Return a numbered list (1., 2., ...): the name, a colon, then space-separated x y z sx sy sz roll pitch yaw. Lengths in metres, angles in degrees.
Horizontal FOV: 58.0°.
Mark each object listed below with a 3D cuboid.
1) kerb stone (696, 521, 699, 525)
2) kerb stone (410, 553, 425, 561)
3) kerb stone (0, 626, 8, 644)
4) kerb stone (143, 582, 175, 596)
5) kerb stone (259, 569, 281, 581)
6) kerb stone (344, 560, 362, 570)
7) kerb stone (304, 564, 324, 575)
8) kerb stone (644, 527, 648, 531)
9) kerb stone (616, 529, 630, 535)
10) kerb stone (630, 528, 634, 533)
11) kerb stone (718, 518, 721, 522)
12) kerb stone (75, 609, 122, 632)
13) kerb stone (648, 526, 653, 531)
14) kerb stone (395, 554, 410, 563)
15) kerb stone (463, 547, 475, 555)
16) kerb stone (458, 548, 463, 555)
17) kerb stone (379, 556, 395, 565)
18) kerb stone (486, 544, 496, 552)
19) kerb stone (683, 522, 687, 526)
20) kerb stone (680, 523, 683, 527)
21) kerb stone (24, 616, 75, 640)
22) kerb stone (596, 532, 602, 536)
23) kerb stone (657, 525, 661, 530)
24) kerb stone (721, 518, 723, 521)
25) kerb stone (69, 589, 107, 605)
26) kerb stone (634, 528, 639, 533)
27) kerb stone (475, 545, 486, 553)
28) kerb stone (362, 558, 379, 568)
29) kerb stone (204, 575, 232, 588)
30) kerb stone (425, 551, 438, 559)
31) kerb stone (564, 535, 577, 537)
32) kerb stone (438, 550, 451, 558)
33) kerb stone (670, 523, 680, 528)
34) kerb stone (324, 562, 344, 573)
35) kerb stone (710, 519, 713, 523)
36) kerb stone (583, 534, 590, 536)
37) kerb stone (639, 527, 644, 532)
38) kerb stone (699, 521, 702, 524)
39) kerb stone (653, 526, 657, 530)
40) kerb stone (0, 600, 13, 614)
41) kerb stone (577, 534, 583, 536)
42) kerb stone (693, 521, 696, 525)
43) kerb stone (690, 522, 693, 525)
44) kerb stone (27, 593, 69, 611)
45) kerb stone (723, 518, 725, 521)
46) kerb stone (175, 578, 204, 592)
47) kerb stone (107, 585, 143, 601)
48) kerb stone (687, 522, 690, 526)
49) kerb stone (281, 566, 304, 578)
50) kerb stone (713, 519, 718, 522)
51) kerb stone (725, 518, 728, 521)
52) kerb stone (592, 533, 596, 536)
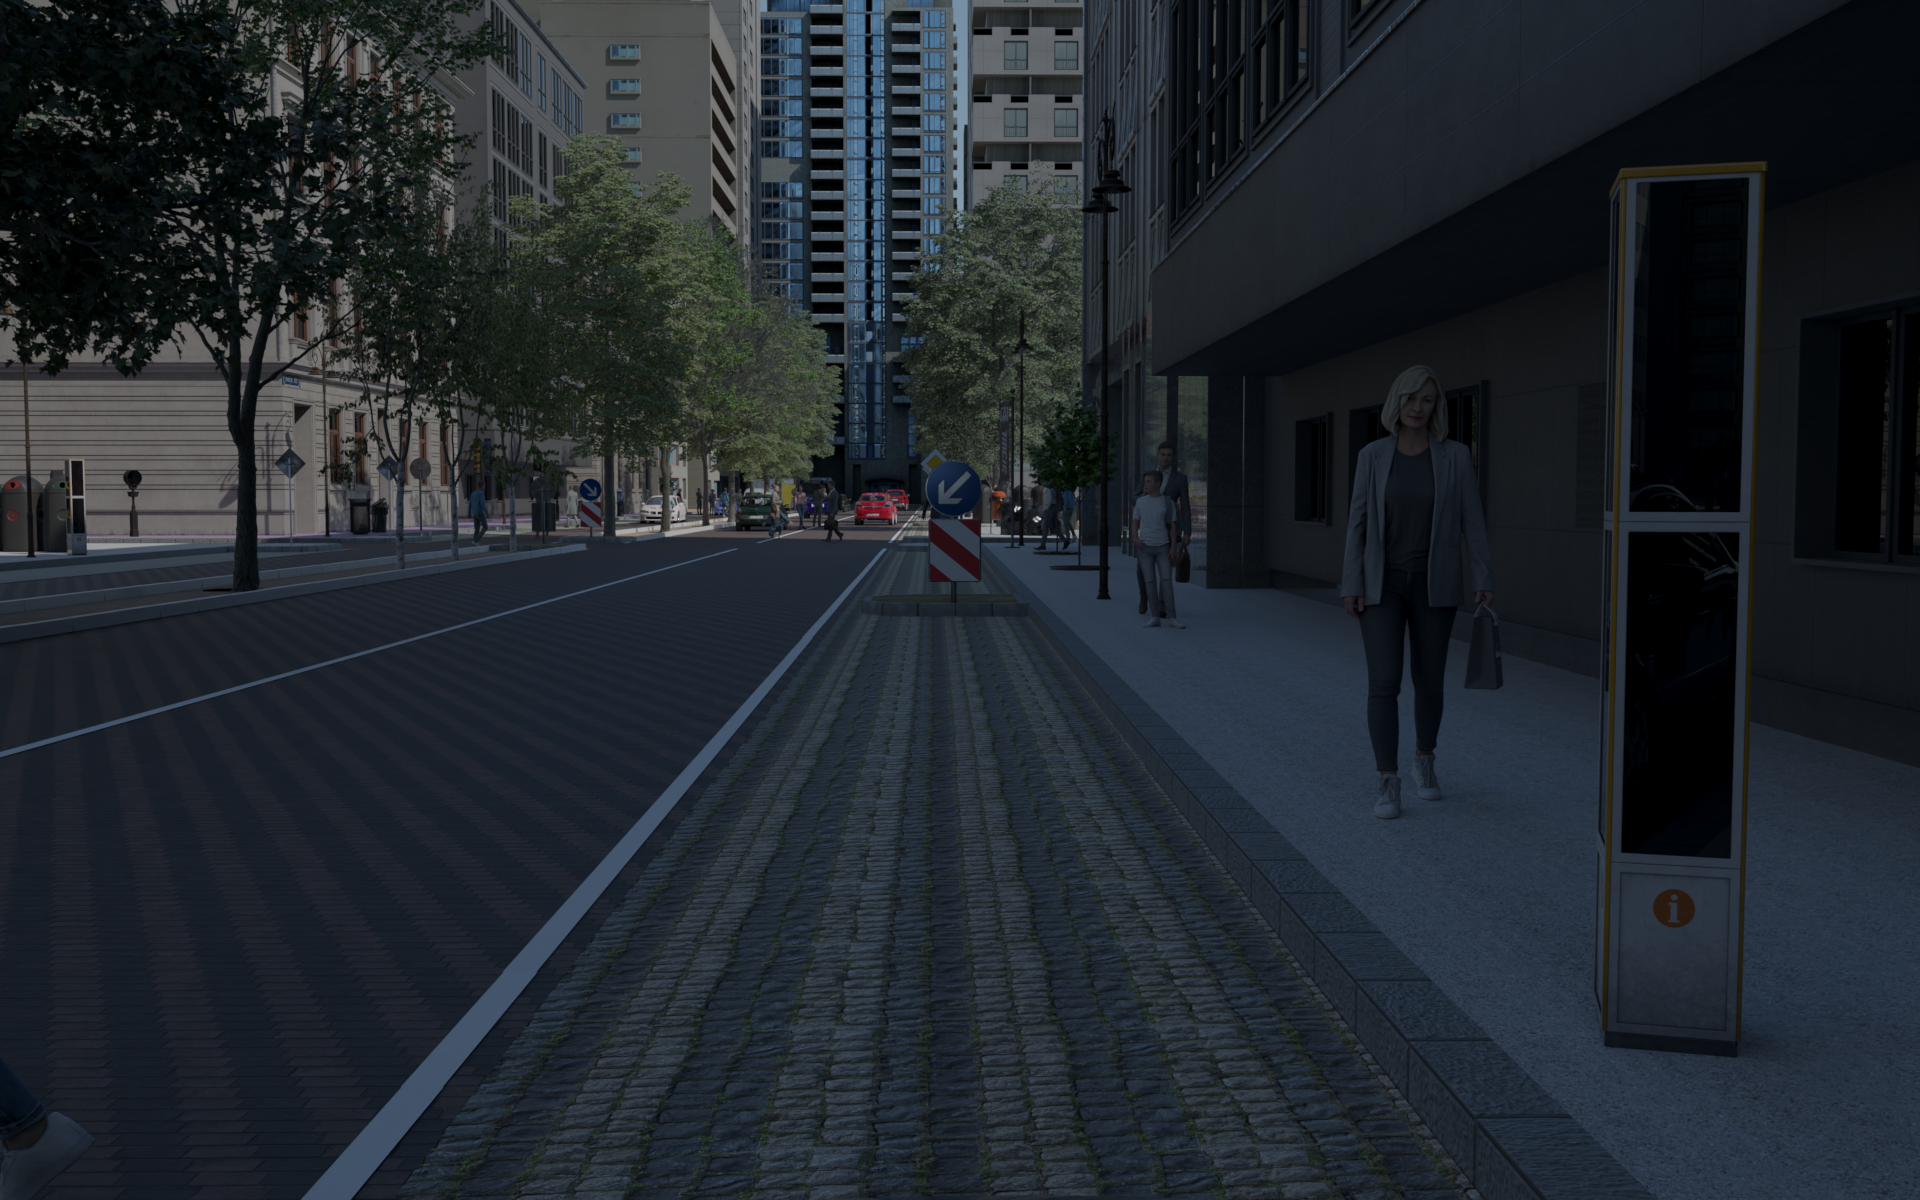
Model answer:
1. kerb stone: -12.373 -3.564 80.518 0.120 0.150 1.000 0 4 -1
2. kerb stone: -11.666 -0.900 36.902 0.120 0.150 1.000 0 4 -1
3. kerb stone: -9.234 0.352 16.446 0.120 0.150 1.000 0 4 -1
4. kerb stone: -11.476 -0.148 24.610 0.120 0.150 1.000 0 4 -1
5. kerb stone: -11.545 -0.398 28.697 0.120 0.150 1.000 0 4 -1
6. kerb stone: -11.602 -0.648 32.811 0.120 0.150 1.000 0 4 -1
7. kerb stone: -11.574 -0.524 30.757 0.120 0.150 1.000 0 4 -1
8. kerb stone: -12.144 -2.681 66.153 0.120 0.150 1.000 0 4 -1
9. kerb stone: -12.073 -2.438 62.058 0.120 0.150 1.000 0 4 -1
10. kerb stone: -12.098 -2.501 63.080 0.120 0.150 1.000 0 4 -1
11. kerb stone: -12.501 -4.068 88.705 0.120 0.150 1.000 0 4 -1
12. kerb stone: -9.269 0.229 18.492 0.120 0.150 1.000 0 4 -1
13. kerb stone: -12.157 -2.750 67.178 0.120 0.150 1.000 0 4 -1
14. kerb stone: -11.653 -0.837 35.881 0.120 0.150 1.000 0 4 -1
15. kerb stone: -11.742 -1.150 41.000 0.120 0.150 1.000 0 4 -1
16. kerb stone: -11.723 -1.085 39.978 0.120 0.150 1.000 0 4 -1
17. kerb stone: -11.640 -0.774 34.857 0.120 0.150 1.000 0 4 -1
18. kerb stone: -11.771 -1.275 43.045 0.120 0.150 1.000 0 4 -1
19. kerb stone: -12.312 -3.317 76.426 0.120 0.150 1.000 0 4 -1
20. kerb stone: -12.292 -3.254 75.402 0.120 0.150 1.000 0 4 -1
21. kerb stone: -9.262 0.294 17.470 0.120 0.150 1.000 0 4 -1
22. kerb stone: -11.994 -2.124 56.921 0.120 0.150 1.000 0 4 -1
23. kerb stone: -12.191 -2.875 69.233 0.120 0.150 1.000 0 4 -1
24. kerb stone: -12.518 -4.131 89.736 0.120 0.150 1.000 0 4 -1
25. kerb stone: -11.450 -0.022 22.556 0.120 0.150 1.000 0 4 -1
26. kerb stone: -12.111 -2.562 64.102 0.120 0.150 1.000 0 4 -1
27. kerb stone: -11.752 -1.213 42.023 0.120 0.150 1.000 0 4 -1
28. kerb stone: -11.621 -0.705 33.833 0.120 0.150 1.000 0 4 -1
29. kerb stone: -11.500 -0.273 26.653 0.120 0.150 1.000 0 4 -1
30. kerb stone: -11.687 -0.961 37.934 0.120 0.150 1.000 0 4 -1
31. kerb stone: -11.923 -1.873 52.827 0.120 0.150 1.000 0 4 -1
32. kerb stone: -11.700 -1.017 38.957 0.120 0.150 1.000 0 4 -1
33. kerb stone: -12.264 -3.191 74.376 0.120 0.150 1.000 0 4 -1
34. kerb stone: -11.586 -0.583 31.782 0.120 0.150 1.000 0 4 -1
35. kerb stone: -12.463 -3.880 85.637 0.120 0.150 1.000 0 4 -1
36. kerb stone: -11.956 -1.998 54.871 0.120 0.150 1.000 0 4 -1
37. kerb stone: -12.124 -2.621 65.125 0.120 0.150 1.000 0 4 -1
38. kerb stone: -12.385 -3.630 81.540 0.120 0.150 1.000 0 4 -1
39. kerb stone: -12.174 -2.814 68.200 0.120 0.150 1.000 0 4 -1
40. kerb stone: -11.405 0.103 20.509 0.120 0.150 1.000 0 4 -1
41. kerb stone: -11.950 -1.933 53.849 0.120 0.150 1.000 0 4 -1
42. kerb stone: -12.360 -3.503 79.494 0.120 0.150 1.000 0 4 -1
43. kerb stone: -12.344 -3.442 78.470 0.120 0.150 1.000 0 4 -1
44. kerb stone: -11.422 0.040 21.534 0.120 0.150 1.000 0 4 -1
45. kerb stone: -12.543 -4.194 90.760 0.120 0.150 1.000 0 4 -1
46. kerb stone: -11.494 -0.206 25.632 0.120 0.150 1.000 0 4 -1
47. kerb stone: -11.457 -0.085 23.587 0.120 0.150 1.000 0 4 -1
48. kerb stone: -12.328 -3.379 77.448 0.120 0.150 1.000 0 4 -1
49. kerb stone: -11.555 -0.461 29.733 0.120 0.150 1.000 0 4 -1
50. kerb stone: -12.491 -4.005 87.683 0.120 0.150 1.000 0 4 -1
51. kerb stone: -12.559 -4.256 91.784 0.120 0.150 1.000 0 4 -1
52. kerb stone: -11.977 -2.055 55.895 0.120 0.150 1.000 0 4 -1
